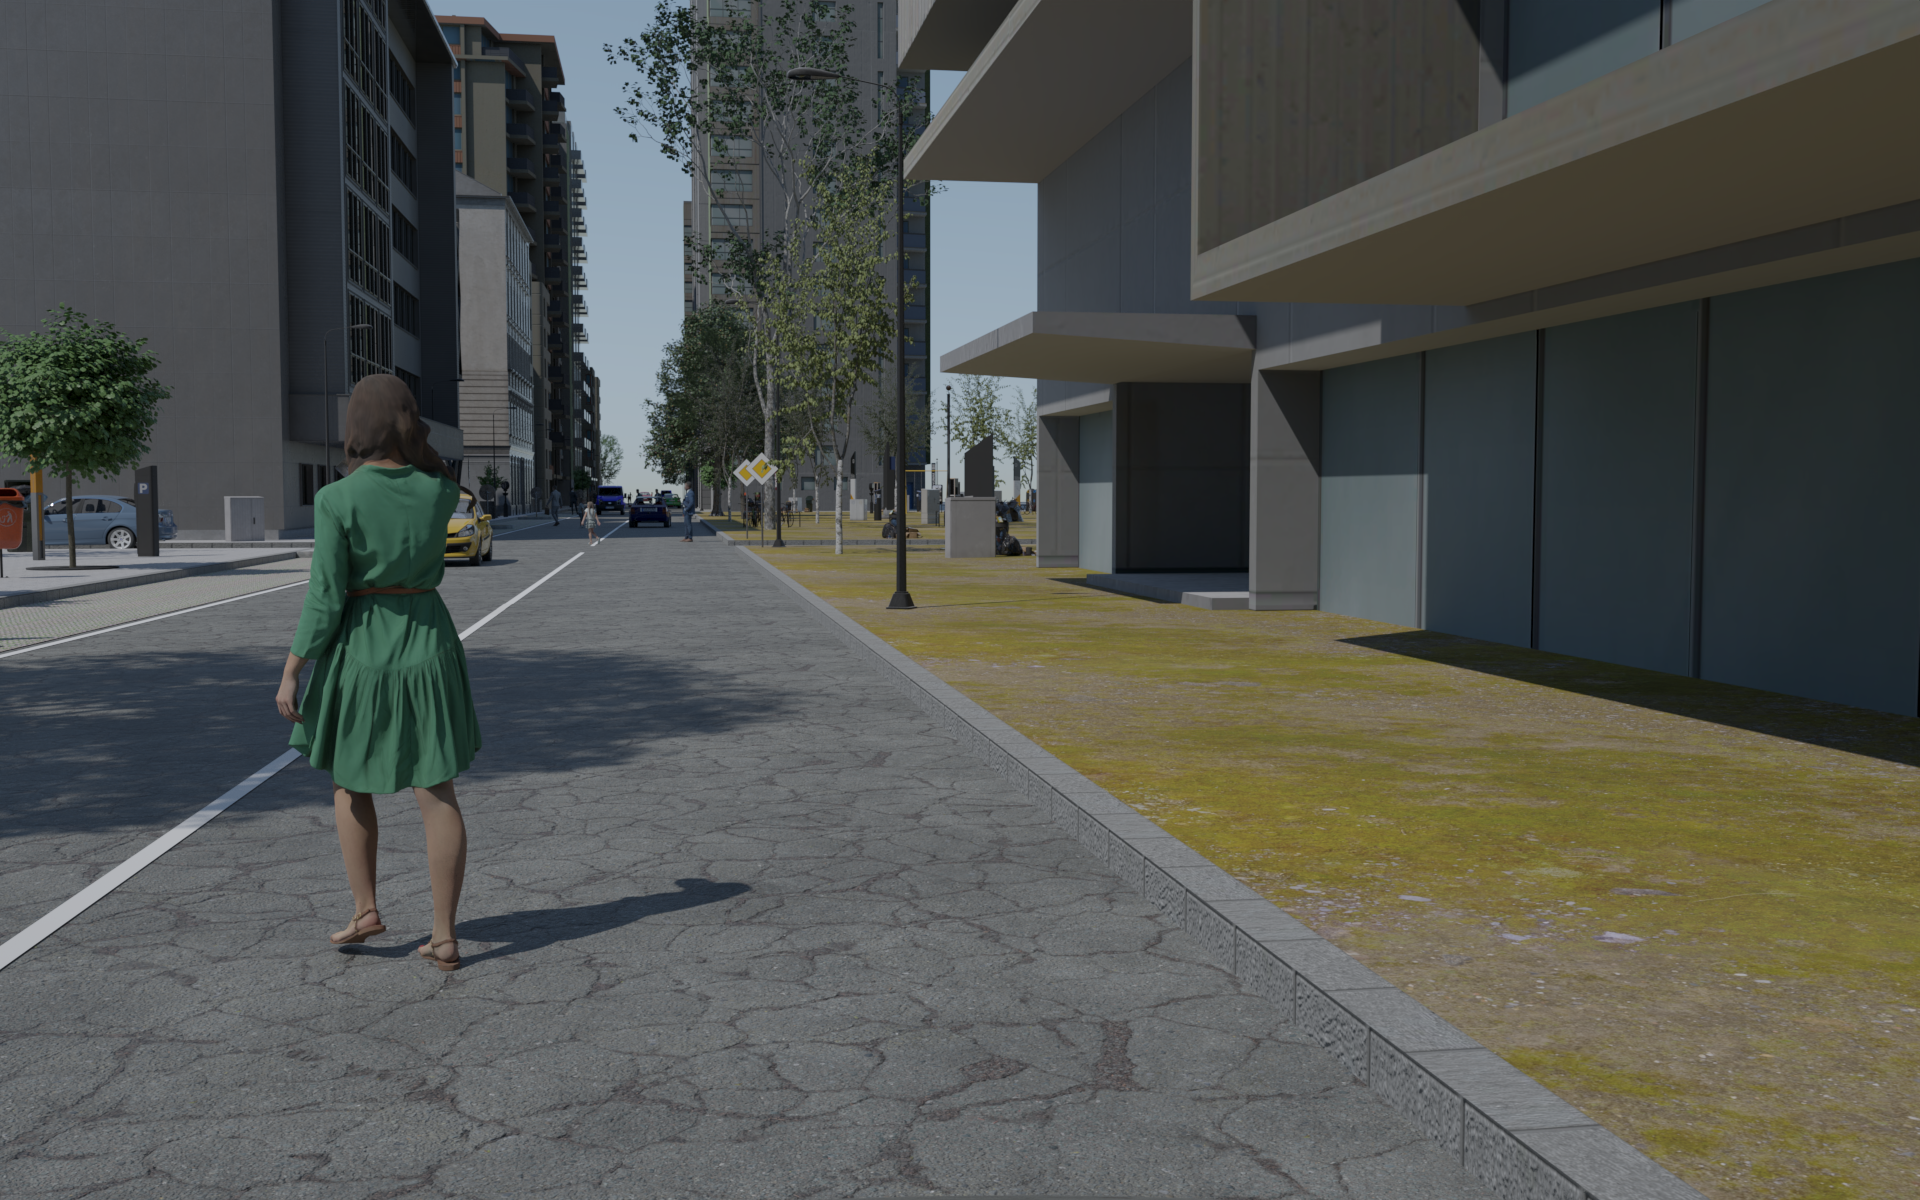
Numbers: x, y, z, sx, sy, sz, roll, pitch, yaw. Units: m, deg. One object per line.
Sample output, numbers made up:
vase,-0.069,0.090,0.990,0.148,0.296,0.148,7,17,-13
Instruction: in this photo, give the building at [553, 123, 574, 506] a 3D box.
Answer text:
building,-48.929,-30.634,184.464,14.154,41.232,14.086,-1,4,-10

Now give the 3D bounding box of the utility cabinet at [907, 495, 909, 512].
utility cabinet,-3.776,-6.849,123.149,0.306,1.237,1.020,0,4,-6

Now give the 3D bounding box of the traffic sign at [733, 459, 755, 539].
traffic sign,-6.087,-2.803,49.464,0.795,2.450,0.064,-1,4,-10

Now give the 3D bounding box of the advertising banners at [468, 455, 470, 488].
advertising banners,-21.739,-4.926,76.725,0.090,3.025,2.074,-1,4,-16

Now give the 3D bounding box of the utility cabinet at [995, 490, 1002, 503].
utility cabinet,1.816,-5.365,96.403,1.173,1.500,0.318,-3,5,-41

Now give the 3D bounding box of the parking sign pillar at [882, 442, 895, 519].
parking sign pillar,-3.678,-6.191,89.695,1.447,3.967,1.447,-1,4,-11

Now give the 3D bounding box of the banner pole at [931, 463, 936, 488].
banner pole,-1.760,-8.065,121.882,0.401,3.779,0.863,-3,5,-40

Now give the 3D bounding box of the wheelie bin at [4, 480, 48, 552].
wheelie bin,-20.737,-1.862,38.346,0.980,1.594,0.693,-2,4,-27

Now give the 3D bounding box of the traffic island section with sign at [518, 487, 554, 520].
traffic island section with sign,-23.708,-5.414,97.141,1.989,1.847,2.006,-1,4,-10

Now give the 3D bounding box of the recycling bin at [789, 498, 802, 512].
recycling bin,-11.795,-6.818,124.033,0.722,1.027,0.722,1,4,20

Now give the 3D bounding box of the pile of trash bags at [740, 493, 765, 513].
pile of trash bags,-14.205,-6.715,119.543,1.912,1.369,3.447,-3,4,-37

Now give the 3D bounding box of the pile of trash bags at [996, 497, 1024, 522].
pile of trash bags,1.379,-4.332,80.572,1.912,1.369,3.447,-3,5,-40

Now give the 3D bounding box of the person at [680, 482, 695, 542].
person,-8.126,-2.639,51.833,0.419,1.800,0.721,-1,4,-21

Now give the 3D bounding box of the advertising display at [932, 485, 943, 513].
advertising display,-1.532,-6.889,117.853,0.123,1.923,0.974,-3,5,-42

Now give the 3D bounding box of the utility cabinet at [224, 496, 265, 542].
utility cabinet,-19.437,-2.197,47.078,0.306,1.237,1.020,2,4,34

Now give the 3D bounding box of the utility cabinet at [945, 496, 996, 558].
utility cabinet,0.209,-1.457,34.976,1.020,1.237,0.306,-2,4,-25

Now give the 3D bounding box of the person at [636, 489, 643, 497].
person,-21.831,-6.661,117.762,0.721,1.781,0.623,-2,4,-32

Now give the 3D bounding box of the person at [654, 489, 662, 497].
person,-20.015,-6.481,114.816,0.623,1.781,0.721,0,4,5

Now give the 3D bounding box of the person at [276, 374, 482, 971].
person,-1.742,0.211,5.297,0.529,1.795,0.600,3,5,40

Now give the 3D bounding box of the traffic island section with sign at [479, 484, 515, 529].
traffic island section with sign,-19.222,-3.788,70.561,1.989,1.847,2.006,-1,4,-10

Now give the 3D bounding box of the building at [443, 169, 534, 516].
building,-32.407,-15.887,108.902,9.793,20.994,18.267,-1,4,-10

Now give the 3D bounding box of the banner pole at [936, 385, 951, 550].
banner pole,-0.272,-3.065,40.135,0.401,3.779,0.863,0,4,-3

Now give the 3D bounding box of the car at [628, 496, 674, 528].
car,-13.422,-3.824,75.106,1.945,1.354,3.894,0,4,-8

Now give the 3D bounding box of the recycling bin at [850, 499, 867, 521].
recycling bin,-4.920,-4.371,84.013,0.722,1.027,0.722,1,4,9

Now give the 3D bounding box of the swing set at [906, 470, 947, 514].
swing set,-2.344,-7.162,114.714,3.119,2.851,2.862,0,4,-5

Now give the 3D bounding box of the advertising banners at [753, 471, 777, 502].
advertising banners,-13.667,-7.733,122.620,2.074,3.025,0.090,1,4,18

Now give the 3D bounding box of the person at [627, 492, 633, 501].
person,-50.290,-15.577,263.898,0.721,1.735,1.217,2,4,32

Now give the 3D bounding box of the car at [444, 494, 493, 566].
car,-10.615,-1.551,35.587,2.015,1.641,3.980,-1,4,-10

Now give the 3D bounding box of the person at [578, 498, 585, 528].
person,-16.007,-3.679,73.342,0.352,1.250,0.332,0,4,8

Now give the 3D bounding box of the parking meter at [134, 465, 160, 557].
parking meter,-16.655,-1.820,35.461,0.399,1.863,0.255,0,4,4

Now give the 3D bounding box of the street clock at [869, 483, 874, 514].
street clock,-5.810,-6.681,113.803,0.358,2.002,0.471,1,4,13

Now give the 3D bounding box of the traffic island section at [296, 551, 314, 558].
traffic island section,-14.042,-1.090,40.106,2.009,0.180,2.903,-1,4,-10

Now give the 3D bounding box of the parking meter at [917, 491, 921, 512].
parking meter,-2.962,-7.184,125.861,0.372,1.533,0.369,0,3,0

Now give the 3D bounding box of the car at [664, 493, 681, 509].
car,-28.099,-9.770,168.539,1.959,1.807,4.718,-1,4,-11

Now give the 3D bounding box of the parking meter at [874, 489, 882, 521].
parking meter,-3.952,-4.578,83.261,0.372,1.533,0.369,0,3,0

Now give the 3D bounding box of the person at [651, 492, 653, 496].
person,-45.797,-15.150,256.925,0.721,1.743,1.217,0,4,-1

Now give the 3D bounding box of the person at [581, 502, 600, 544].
person,-10.512,-2.188,49.293,0.505,1.210,0.382,-3,5,-43

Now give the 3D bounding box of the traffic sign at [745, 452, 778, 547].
traffic sign,-4.754,-2.321,41.590,0.795,2.450,0.064,-1,4,-10

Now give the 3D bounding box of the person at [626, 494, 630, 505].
person,-44.376,-13.448,231.636,0.557,1.426,1.065,1,4,14

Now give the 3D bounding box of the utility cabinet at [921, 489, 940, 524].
utility cabinet,-1.241,-3.973,73.644,0.318,1.500,1.173,2,4,26

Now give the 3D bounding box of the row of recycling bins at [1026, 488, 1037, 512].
row of recycling bins,5.864,-7.234,125.389,1.069,1.692,3.534,-2,4,-26

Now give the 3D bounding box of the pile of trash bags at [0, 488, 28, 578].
pile of trash bags,-15.571,-0.956,25.378,3.447,1.369,1.912,-3,5,-41

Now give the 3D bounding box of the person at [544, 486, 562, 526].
person,-18.251,-4.241,77.955,0.853,1.813,0.709,2,4,32

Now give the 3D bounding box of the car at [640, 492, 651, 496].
car,-50.418,-16.409,276.963,2.281,1.827,5.304,-1,4,-11

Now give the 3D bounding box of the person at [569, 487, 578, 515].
person,-26.838,-6.878,120.312,0.648,1.900,0.474,0,4,1

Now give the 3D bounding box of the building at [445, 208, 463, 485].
building,-33.355,-13.300,84.902,16.820,18.784,16.811,-1,4,-10

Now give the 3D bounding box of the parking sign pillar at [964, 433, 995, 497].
parking sign pillar,0.861,-5.409,76.902,1.447,3.967,1.447,1,4,14

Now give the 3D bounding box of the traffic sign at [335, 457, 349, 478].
traffic sign,-14.020,-2.227,40.048,0.795,2.450,0.064,-1,4,-10

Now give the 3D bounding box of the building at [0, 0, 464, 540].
building,-26.749,-14.819,61.363,14.314,24.678,30.058,-1,4,-10

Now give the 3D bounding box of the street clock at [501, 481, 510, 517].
street clock,-25.289,-5.614,96.363,0.471,2.002,0.358,3,4,38

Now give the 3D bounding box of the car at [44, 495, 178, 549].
car,-22.194,-1.934,43.623,4.499,1.417,2.014,-1,4,-8

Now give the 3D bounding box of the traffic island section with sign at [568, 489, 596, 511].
traffic island section with sign,-32.054,-8.422,146.331,1.989,1.847,2.006,-1,4,-10

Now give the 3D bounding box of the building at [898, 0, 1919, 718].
building,14.293,-26.250,18.431,28.713,52.752,27.495,-1,4,-10
